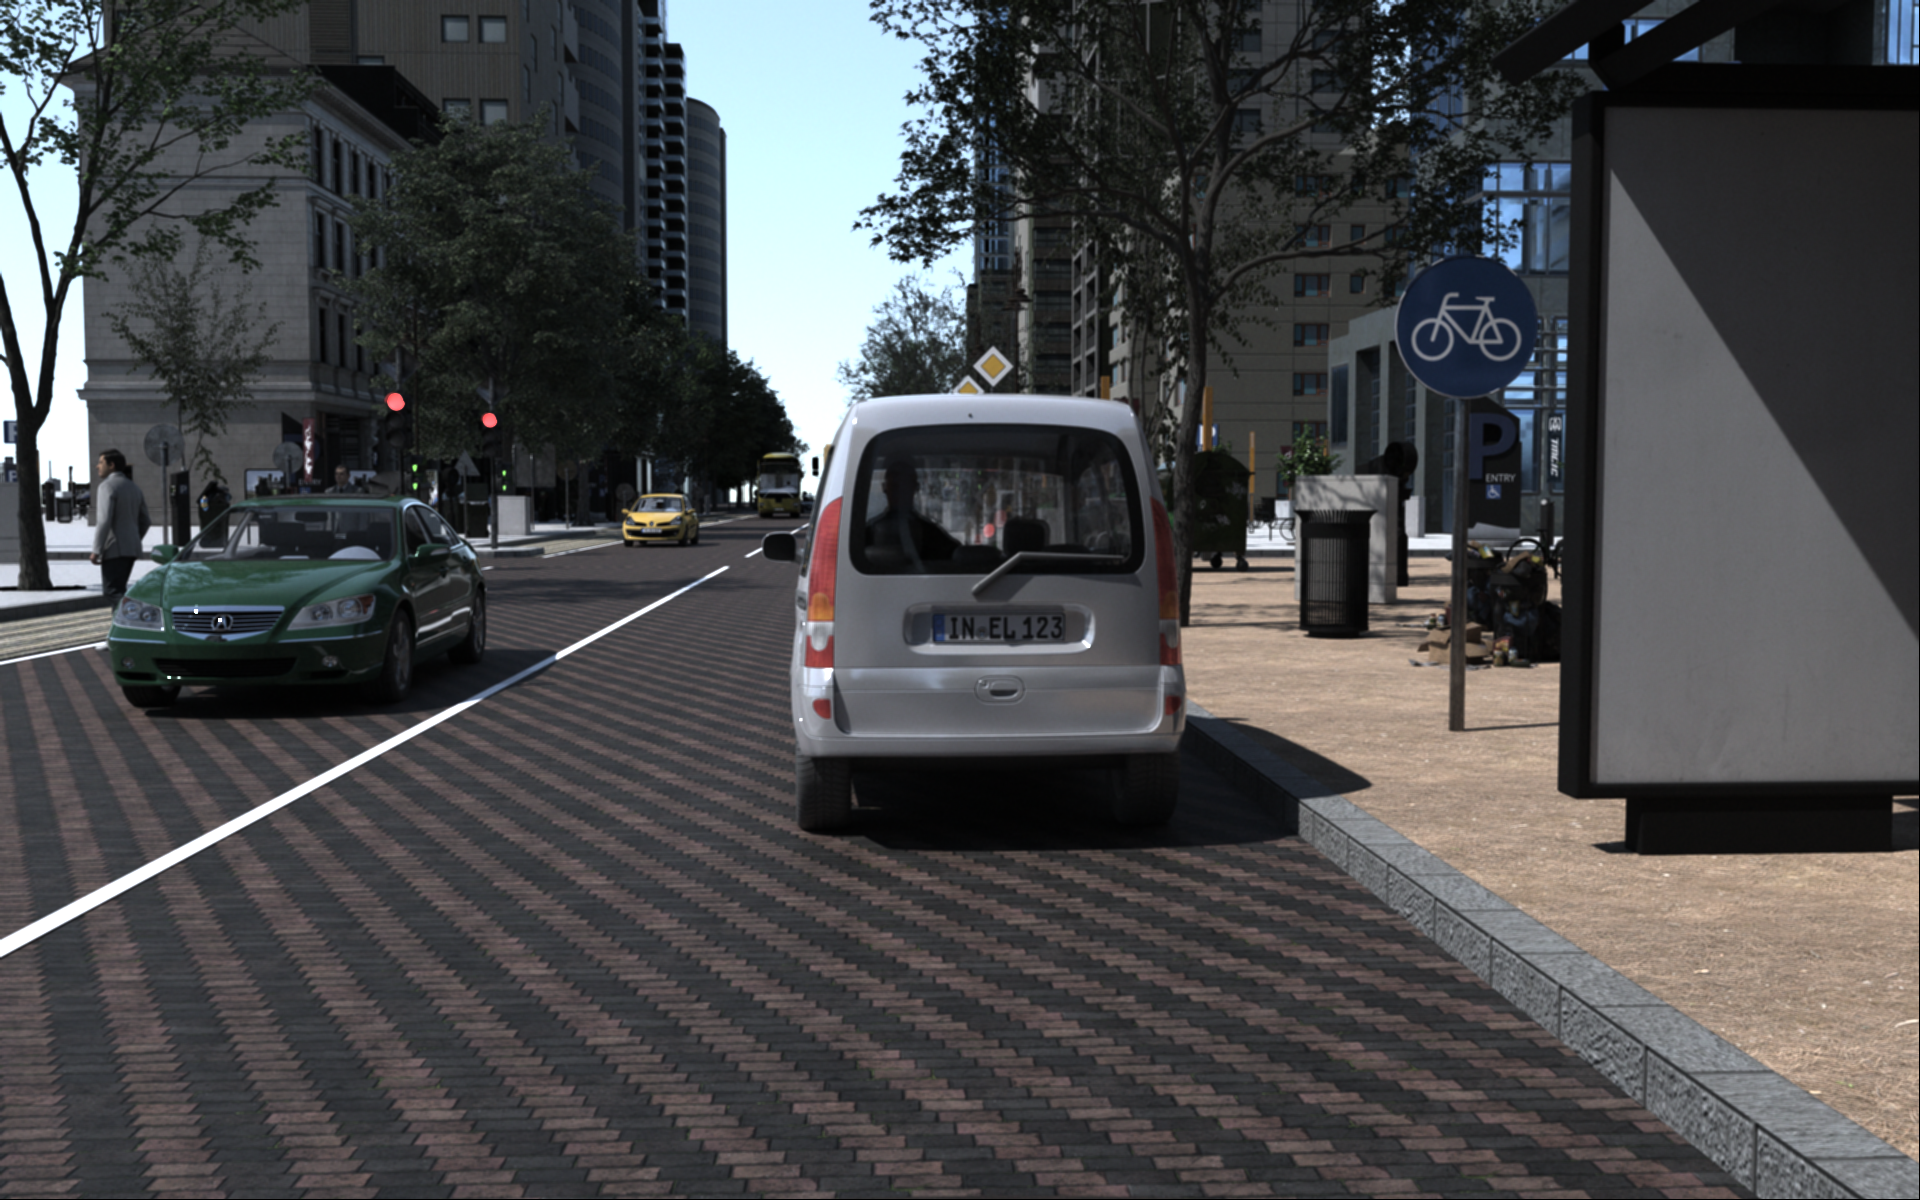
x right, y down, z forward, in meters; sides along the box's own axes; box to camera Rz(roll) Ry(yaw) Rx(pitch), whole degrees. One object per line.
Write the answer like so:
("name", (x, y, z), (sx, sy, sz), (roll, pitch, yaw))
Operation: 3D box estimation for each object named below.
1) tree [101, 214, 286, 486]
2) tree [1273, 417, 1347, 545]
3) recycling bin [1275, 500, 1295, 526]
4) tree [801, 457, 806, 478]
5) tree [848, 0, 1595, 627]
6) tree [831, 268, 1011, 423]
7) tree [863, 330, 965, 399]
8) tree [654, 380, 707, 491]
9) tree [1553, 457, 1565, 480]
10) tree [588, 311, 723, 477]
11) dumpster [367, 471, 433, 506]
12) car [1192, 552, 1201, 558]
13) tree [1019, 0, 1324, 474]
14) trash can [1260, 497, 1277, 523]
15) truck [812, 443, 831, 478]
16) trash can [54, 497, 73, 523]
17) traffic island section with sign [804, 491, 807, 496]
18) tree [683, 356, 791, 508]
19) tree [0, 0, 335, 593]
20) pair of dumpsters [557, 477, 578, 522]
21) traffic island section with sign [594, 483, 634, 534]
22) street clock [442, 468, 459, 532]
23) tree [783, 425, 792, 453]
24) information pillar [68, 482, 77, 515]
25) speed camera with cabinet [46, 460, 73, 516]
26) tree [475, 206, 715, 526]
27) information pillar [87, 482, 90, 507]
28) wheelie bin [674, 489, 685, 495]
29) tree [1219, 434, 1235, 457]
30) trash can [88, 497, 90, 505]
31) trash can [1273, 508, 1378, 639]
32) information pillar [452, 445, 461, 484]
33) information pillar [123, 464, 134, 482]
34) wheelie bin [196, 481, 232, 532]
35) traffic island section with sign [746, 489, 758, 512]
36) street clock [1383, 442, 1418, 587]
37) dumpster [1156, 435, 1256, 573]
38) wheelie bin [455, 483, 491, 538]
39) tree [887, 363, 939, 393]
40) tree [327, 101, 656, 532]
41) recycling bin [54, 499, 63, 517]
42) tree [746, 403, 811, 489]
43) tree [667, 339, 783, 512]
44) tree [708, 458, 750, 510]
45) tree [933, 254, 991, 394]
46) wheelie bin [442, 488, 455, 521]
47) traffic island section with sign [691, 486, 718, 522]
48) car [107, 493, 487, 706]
("tree", (-20.621, -5.879, 46.489), (4.360, 8.622, 3.978), (0, 3, 0))
("tree", (8.626, -2.995, 43.570), (1.663, 3.219, 1.824), (0, 3, 0))
("recycling bin", (13.152, -3.490, 69.614), (0.722, 1.027, 0.722), (-3, 5, -44))
("tree", (-25.582, -19.202, 264.313), (4.737, 8.622, 4.395), (0, 3, 0))
("tree", (2.390, -5.009, 16.308), (7.601, 10.594, 8.767), (1, 4, 20))
("tree", (-2.151, -11.305, 95.201), (12.009, 13.543, 11.850), (0, 3, 0))
("tree", (-2.570, -11.173, 108.427), (9.928, 11.665, 9.643), (0, 3, 0))
("tree", (-17.336, -9.535, 106.257), (4.360, 8.622, 3.978), (0, 3, 0))
("tree", (16.578, -3.102, 45.324), (1.663, 3.219, 1.824), (0, 3, 0))
("tree", (-17.074, -10.372, 95.339), (9.928, 11.665, 9.643), (0, 3, 0))
("dumpster", (-14.353, -2.363, 44.397), (1.264, 1.857, 1.865), (0, 4, -3))
("car", (3.321, -1.713, 36.811), (4.718, 1.807, 1.959), (0, 4, -3))
("tree", (2.804, -4.512, 24.138), (4.360, 8.622, 3.978), (0, 3, 0))
("trash can", (13.936, -4.074, 78.265), (0.748, 1.137, 0.748), (0, 3, 0))
("truck", (-3.807, -4.233, 65.140), (3.469, 3.379, 9.791), (0, 4, -5))
("trash can", (-39.768, -3.990, 76.897), (0.748, 1.137, 0.748), (0, 3, 0))
("traffic island section with sign", (-22.261, -14.735, 249.541), (1.989, 1.847, 2.006), (0, 4, -3))
("tree", (-20.431, -15.444, 159.170), (9.857, 13.997, 8.962), (0, 3, 0))
("tree", (-12.352, -5.942, 22.904), (9.928, 11.665, 9.643), (0, 3, 0))
("pair of dumpsters", (-18.184, -4.903, 82.657), (1.574, 2.255, 4.437), (0, 4, -3))
("traffic island section with sign", (-12.081, -3.294, 62.486), (1.989, 1.847, 2.006), (0, 4, -3))
("street clock", (-14.152, -2.666, 48.163), (0.358, 2.002, 0.471), (2, 4, 24))
("tree", (-20.474, -15.562, 172.571), (7.486, 12.596, 7.792), (0, 3, 0))
("information pillar", (-53.310, -6.086, 103.994), (0.304, 2.012, 0.304), (1, 4, 14))
("speed camera with cabinet", (-52.422, -6.512, 100.812), (2.038, 3.252, 0.660), (3, 4, 38))
("tree", (-15.005, -9.291, 68.913), (9.611, 12.733, 9.660), (0, 3, 0))
("information pillar", (-55.128, -6.444, 109.853), (0.304, 2.012, 0.304), (-3, 5, -45))
("wheelie bin", (-16.193, -5.612, 99.667), (0.693, 1.594, 0.980), (-2, 4, -28))
("tree", (7.749, -3.471, 51.355), (1.663, 3.219, 1.824), (0, 3, 0))
("trash can", (-45.155, -4.823, 90.513), (0.748, 1.137, 0.748), (0, 3, 0))
("trash can", (3.363, -0.238, 15.550), (0.748, 1.137, 0.748), (0, 3, 0))
("information pillar", (-23.883, -5.555, 82.183), (0.183, 3.616, 0.504), (2, 4, 26))
("information pillar", (-20.388, -2.318, 42.387), (0.304, 2.012, 0.304), (-3, 4, -36))
("wheelie bin", (-17.776, -2.044, 41.327), (0.693, 1.594, 0.980), (-1, 4, -10))
("traffic island section with sign", (-16.311, -8.050, 140.245), (1.989, 1.847, 2.006), (0, 4, -3))
("street clock", (6.090, -1.188, 23.986), (0.358, 2.002, 0.471), (-2, 4, -24))
("dumpster", (4.041, -1.623, 29.027), (1.502, 2.255, 1.985), (0, 4, -3))
("wheelie bin", (-14.130, -2.607, 50.537), (0.980, 1.594, 0.693), (-1, 4, -19))
("tree", (-4.109, -14.127, 147.990), (9.611, 12.733, 9.660), (0, 3, 0))
("tree", (-14.728, -9.099, 55.421), (9.857, 13.997, 8.962), (0, 3, 0))
("recycling bin", (-50.944, -5.192, 97.439), (0.722, 1.027, 0.722), (3, 5, 45))
("tree", (-22.954, -18.046, 212.051), (9.611, 12.733, 9.660), (0, 3, 0))
("tree", (-17.595, -12.758, 126.726), (7.486, 12.596, 7.792), (0, 3, 0))
("tree", (-18.305, -9.348, 136.554), (4.285, 4.588, 4.351), (0, 3, 0))
("tree", (0.976, -6.299, 53.350), (4.360, 8.622, 3.978), (0, 3, 0))
("wheelie bin", (-16.205, -2.918, 55.625), (0.693, 1.594, 0.980), (1, 4, 21))
("traffic island section with sign", (-13.560, -4.961, 89.734), (1.989, 1.847, 2.006), (0, 4, -3))
("car", (-4.869, -0.092, 13.306), (2.131, 1.459, 4.920), (0, 4, -5))
